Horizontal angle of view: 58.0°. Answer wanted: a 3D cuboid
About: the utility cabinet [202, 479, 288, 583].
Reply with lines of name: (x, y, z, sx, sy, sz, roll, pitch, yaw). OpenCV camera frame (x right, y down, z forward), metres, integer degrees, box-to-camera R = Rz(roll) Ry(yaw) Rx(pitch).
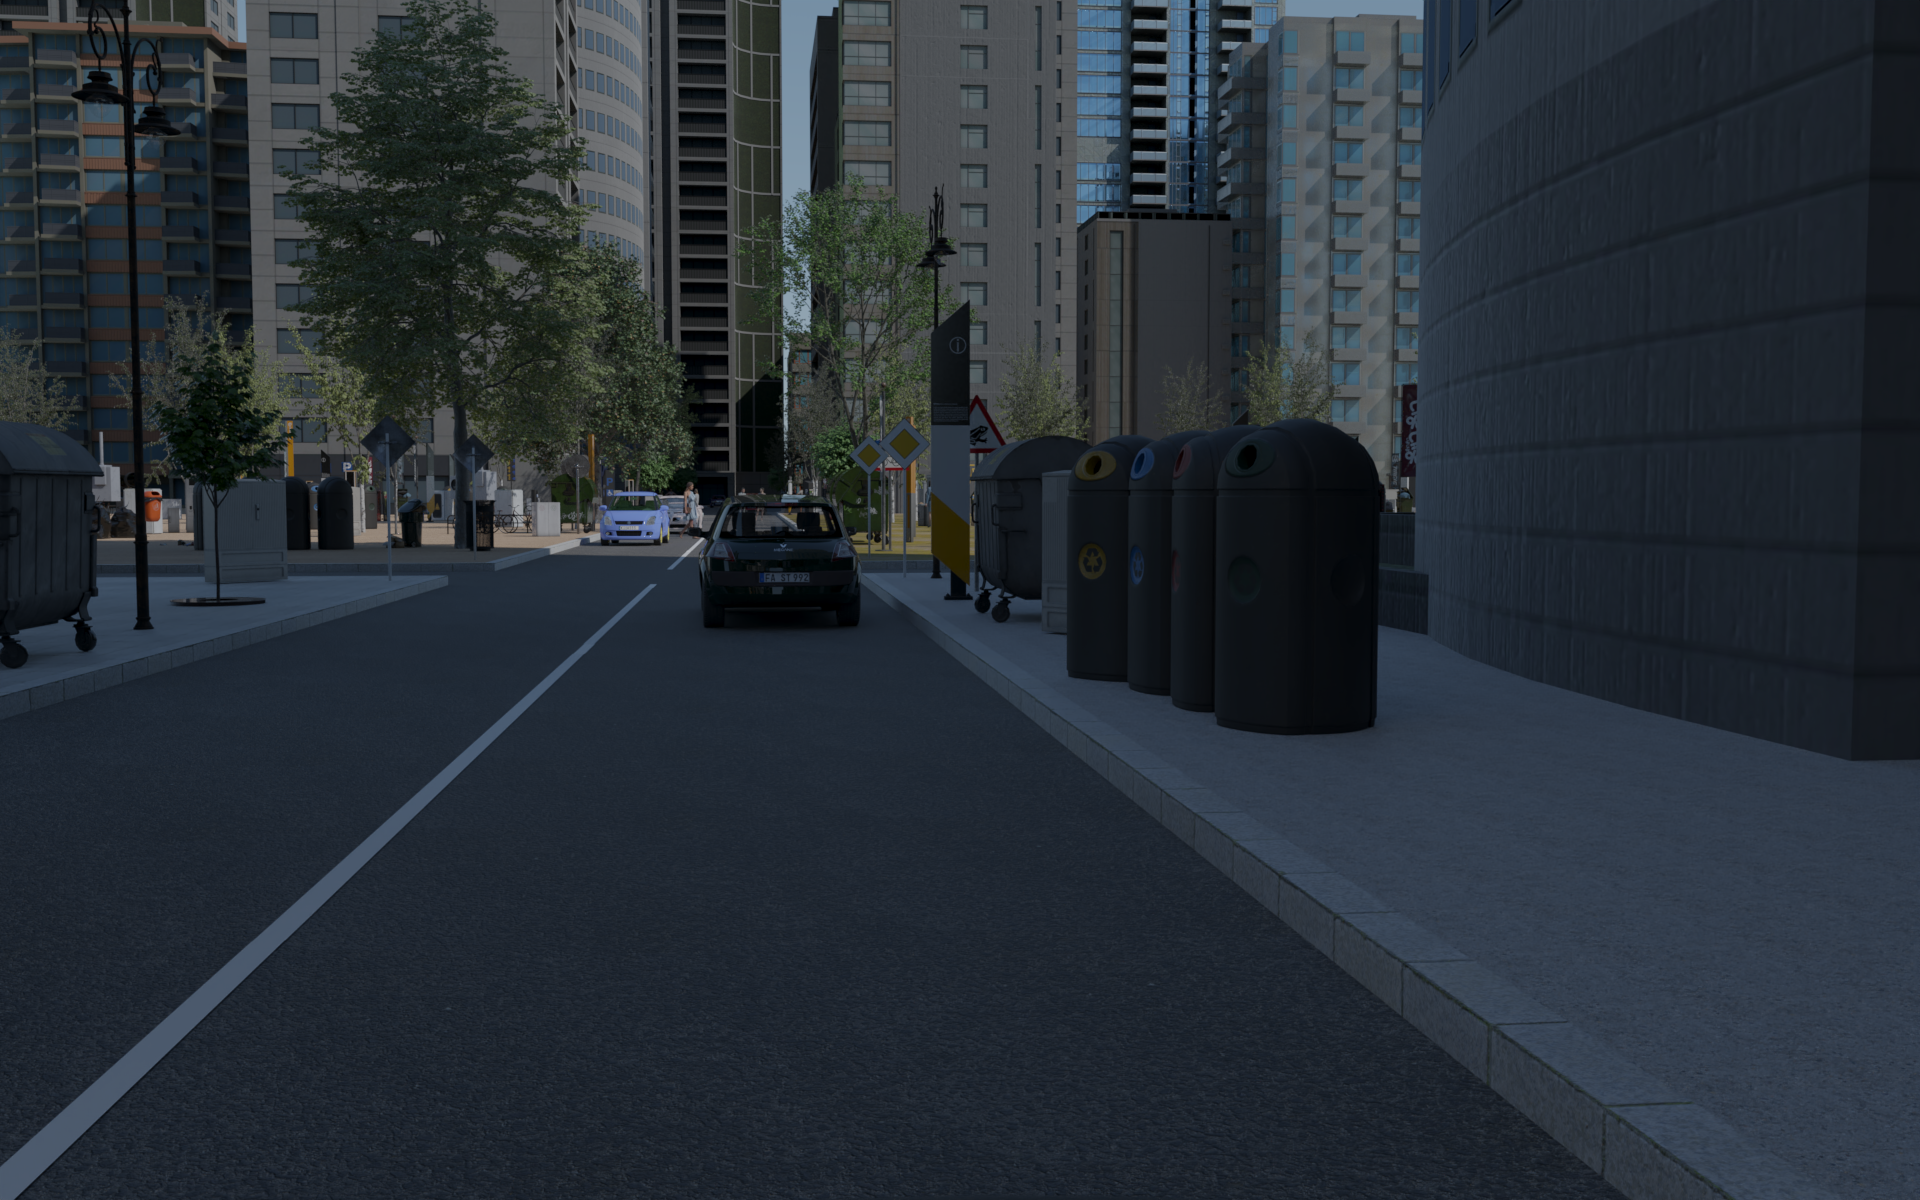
utility cabinet: (-10.369, -1.008, 25.161, 0.318, 1.500, 1.173, 2, 4, 32)

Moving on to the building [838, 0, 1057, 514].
building: (-1.338, -26.611, 118.690, 14.154, 41.232, 14.086, 0, 4, -7)

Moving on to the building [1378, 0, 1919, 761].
building: (14.455, -28.610, 9.771, 21.231, 58.520, 28.212, 0, 4, -7)

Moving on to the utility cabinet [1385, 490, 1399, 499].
utility cabinet: (20.798, -4.643, 84.600, 1.173, 1.500, 0.318, 0, 4, -4)

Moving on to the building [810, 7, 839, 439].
building: (-3.749, -33.500, 171.423, 21.300, 48.544, 21.600, 0, 4, -7)

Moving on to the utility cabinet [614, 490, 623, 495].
utility cabinet: (-21.217, -5.941, 105.819, 1.173, 1.500, 0.318, -2, 4, -30)

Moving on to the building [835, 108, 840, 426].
building: (-2.632, -22.100, 133.035, 14.160, 30.474, 14.107, 0, 4, -7)

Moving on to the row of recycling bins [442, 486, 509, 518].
row of recycling bins: (-24.762, -4.987, 88.652, 3.534, 1.692, 1.069, 0, 4, -2)

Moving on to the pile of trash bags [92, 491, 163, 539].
pile of trash bags: (-24.785, -2.505, 50.702, 1.912, 1.369, 3.447, 1, 4, 21)

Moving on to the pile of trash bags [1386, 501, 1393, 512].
pile of trash bags: (14.488, -3.182, 61.780, 1.912, 1.369, 3.447, 0, 4, 7)

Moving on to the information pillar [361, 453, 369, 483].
information pillar: (-33.835, -6.559, 98.600, 0.504, 3.616, 0.183, -1, 4, -20)

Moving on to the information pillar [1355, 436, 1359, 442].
information pillar: (15.766, -4.778, 69.480, 0.504, 3.616, 0.183, 2, 4, 31)

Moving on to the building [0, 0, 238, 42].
building: (-94.738, -46.328, 195.722, 20.611, 71.187, 20.563, 0, 4, -7)

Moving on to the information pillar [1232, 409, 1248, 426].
information pillar: (7.738, -3.456, 47.868, 0.504, 3.616, 0.183, -1, 4, -20)

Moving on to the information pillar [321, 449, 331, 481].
information pillar: (-33.078, -6.055, 90.355, 0.504, 3.616, 0.183, 0, 3, 0)

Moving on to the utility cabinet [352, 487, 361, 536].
utility cabinet: (-18.540, -2.660, 52.169, 0.318, 1.500, 1.173, 1, 4, 17)

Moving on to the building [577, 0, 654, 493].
building: (-36.391, -36.569, 139.899, 21.231, 58.520, 28.212, 0, 4, -7)

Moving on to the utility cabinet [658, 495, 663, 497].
utility cabinet: (-18.111, -5.584, 102.463, 1.020, 1.237, 0.306, -1, 4, -13)

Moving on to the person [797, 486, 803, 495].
person: (-10.288, -6.515, 112.563, 1.348, 1.824, 0.705, -3, 4, -38)

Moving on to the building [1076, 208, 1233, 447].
building: (19.522, -24.932, 179.331, 14.107, 30.474, 14.160, 0, 4, -7)

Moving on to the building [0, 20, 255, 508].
building: (-74.593, -31.128, 163.559, 28.867, 44.769, 22.147, 0, 4, -7)

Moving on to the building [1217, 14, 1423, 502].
building: (42.245, -34.058, 176.452, 30.456, 49.044, 23.786, 0, 4, -7)

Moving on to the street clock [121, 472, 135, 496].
street clock: (-27.536, -3.249, 57.685, 0.471, 2.002, 0.358, -3, 5, -44)

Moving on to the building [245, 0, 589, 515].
building: (-34.089, -41.406, 115.247, 20.563, 71.187, 20.611, 0, 4, -7)

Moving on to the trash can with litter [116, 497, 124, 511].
trash can with litter: (-39.991, -4.332, 81.882, 2.233, 1.210, 1.678, 0, 4, -5)

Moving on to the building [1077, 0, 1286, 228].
building: (24.168, -54.816, 208.918, 31.000, 86.520, 22.319, 0, 4, -7)

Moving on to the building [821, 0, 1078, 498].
building: (-1.814, -43.516, 149.746, 20.563, 71.187, 20.611, 0, 4, -7)

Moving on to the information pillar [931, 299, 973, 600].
information pillar: (-0.102, -1.808, 20.916, 0.504, 3.616, 0.183, 0, 4, -5)

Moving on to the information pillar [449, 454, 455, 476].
information pillar: (-29.535, -6.693, 100.783, 0.183, 3.616, 0.504, -3, 5, -44)

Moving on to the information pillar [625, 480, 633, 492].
information pillar: (-16.991, -5.170, 89.027, 0.304, 2.012, 0.304, 3, 5, 39)

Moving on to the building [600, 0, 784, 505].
building: (-31.061, -46.751, 202.628, 20.611, 71.187, 20.563, 0, 4, -7)

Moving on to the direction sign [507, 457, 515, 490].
direction sign: (-27.431, -6.966, 105.883, 0.379, 3.537, 0.876, 1, 4, 18)

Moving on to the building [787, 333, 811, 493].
building: (-6.133, -22.328, 210.098, 28.899, 21.520, 27.650, 0, 4, -7)

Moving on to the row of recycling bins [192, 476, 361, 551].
row of recycling bins: (-15.777, -2.001, 39.832, 3.534, 1.692, 1.069, -1, 4, -10)

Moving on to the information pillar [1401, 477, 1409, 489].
information pillar: (22.052, -5.784, 85.920, 0.183, 3.616, 0.504, -2, 4, -27)

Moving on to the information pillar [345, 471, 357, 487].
information pillar: (-19.026, -3.038, 54.161, 0.304, 2.012, 0.304, -1, 4, -10)

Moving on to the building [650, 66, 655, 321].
building: (-45.067, -33.439, 166.332, 30.456, 49.044, 23.786, 0, 4, -7)

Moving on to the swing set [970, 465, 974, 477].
swing set: (0.775, -5.799, 92.436, 3.119, 2.851, 2.862, -1, 4, -19)

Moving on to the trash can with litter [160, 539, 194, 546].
trash can with litter: (-18.880, -1.970, 43.273, 2.233, 1.210, 1.678, 1, 4, 14)

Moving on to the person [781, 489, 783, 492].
person: (-16.923, -9.717, 165.646, 0.721, 1.736, 1.217, 1, 4, 16)

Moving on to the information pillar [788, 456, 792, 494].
information pillar: (-10.385, -7.001, 105.821, 0.183, 3.616, 0.504, 1, 4, 11)

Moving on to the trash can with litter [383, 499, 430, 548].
trash can with litter: (-13.234, -1.833, 41.363, 0.624, 1.170, 1.055, 2, 4, 26)

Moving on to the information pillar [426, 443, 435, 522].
information pillar: (-24.263, -5.380, 79.311, 0.183, 3.616, 0.504, 1, 4, 17)

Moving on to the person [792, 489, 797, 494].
person: (-14.396, -8.736, 149.672, 0.445, 1.727, 0.742, 1, 4, 17)

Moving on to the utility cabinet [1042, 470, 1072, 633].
utility cabinet: (1.247, -0.421, 15.558, 0.318, 1.500, 1.173, -3, 5, -43)

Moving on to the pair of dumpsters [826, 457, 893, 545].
pair of dumpsters: (-2.632, -2.634, 45.565, 1.574, 2.255, 4.437, 0, 4, -7)

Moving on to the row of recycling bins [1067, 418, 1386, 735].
row of recycling bins: (1.566, -0.231, 10.891, 1.069, 1.692, 3.534, -1, 4, -14)

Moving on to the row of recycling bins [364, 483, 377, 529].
row of recycling bins: (-22.947, -3.399, 62.693, 3.534, 1.692, 1.069, -3, 4, -37)

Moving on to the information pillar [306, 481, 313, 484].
information pillar: (-36.944, -5.745, 98.426, 0.304, 2.012, 0.304, 0, 4, -7)
